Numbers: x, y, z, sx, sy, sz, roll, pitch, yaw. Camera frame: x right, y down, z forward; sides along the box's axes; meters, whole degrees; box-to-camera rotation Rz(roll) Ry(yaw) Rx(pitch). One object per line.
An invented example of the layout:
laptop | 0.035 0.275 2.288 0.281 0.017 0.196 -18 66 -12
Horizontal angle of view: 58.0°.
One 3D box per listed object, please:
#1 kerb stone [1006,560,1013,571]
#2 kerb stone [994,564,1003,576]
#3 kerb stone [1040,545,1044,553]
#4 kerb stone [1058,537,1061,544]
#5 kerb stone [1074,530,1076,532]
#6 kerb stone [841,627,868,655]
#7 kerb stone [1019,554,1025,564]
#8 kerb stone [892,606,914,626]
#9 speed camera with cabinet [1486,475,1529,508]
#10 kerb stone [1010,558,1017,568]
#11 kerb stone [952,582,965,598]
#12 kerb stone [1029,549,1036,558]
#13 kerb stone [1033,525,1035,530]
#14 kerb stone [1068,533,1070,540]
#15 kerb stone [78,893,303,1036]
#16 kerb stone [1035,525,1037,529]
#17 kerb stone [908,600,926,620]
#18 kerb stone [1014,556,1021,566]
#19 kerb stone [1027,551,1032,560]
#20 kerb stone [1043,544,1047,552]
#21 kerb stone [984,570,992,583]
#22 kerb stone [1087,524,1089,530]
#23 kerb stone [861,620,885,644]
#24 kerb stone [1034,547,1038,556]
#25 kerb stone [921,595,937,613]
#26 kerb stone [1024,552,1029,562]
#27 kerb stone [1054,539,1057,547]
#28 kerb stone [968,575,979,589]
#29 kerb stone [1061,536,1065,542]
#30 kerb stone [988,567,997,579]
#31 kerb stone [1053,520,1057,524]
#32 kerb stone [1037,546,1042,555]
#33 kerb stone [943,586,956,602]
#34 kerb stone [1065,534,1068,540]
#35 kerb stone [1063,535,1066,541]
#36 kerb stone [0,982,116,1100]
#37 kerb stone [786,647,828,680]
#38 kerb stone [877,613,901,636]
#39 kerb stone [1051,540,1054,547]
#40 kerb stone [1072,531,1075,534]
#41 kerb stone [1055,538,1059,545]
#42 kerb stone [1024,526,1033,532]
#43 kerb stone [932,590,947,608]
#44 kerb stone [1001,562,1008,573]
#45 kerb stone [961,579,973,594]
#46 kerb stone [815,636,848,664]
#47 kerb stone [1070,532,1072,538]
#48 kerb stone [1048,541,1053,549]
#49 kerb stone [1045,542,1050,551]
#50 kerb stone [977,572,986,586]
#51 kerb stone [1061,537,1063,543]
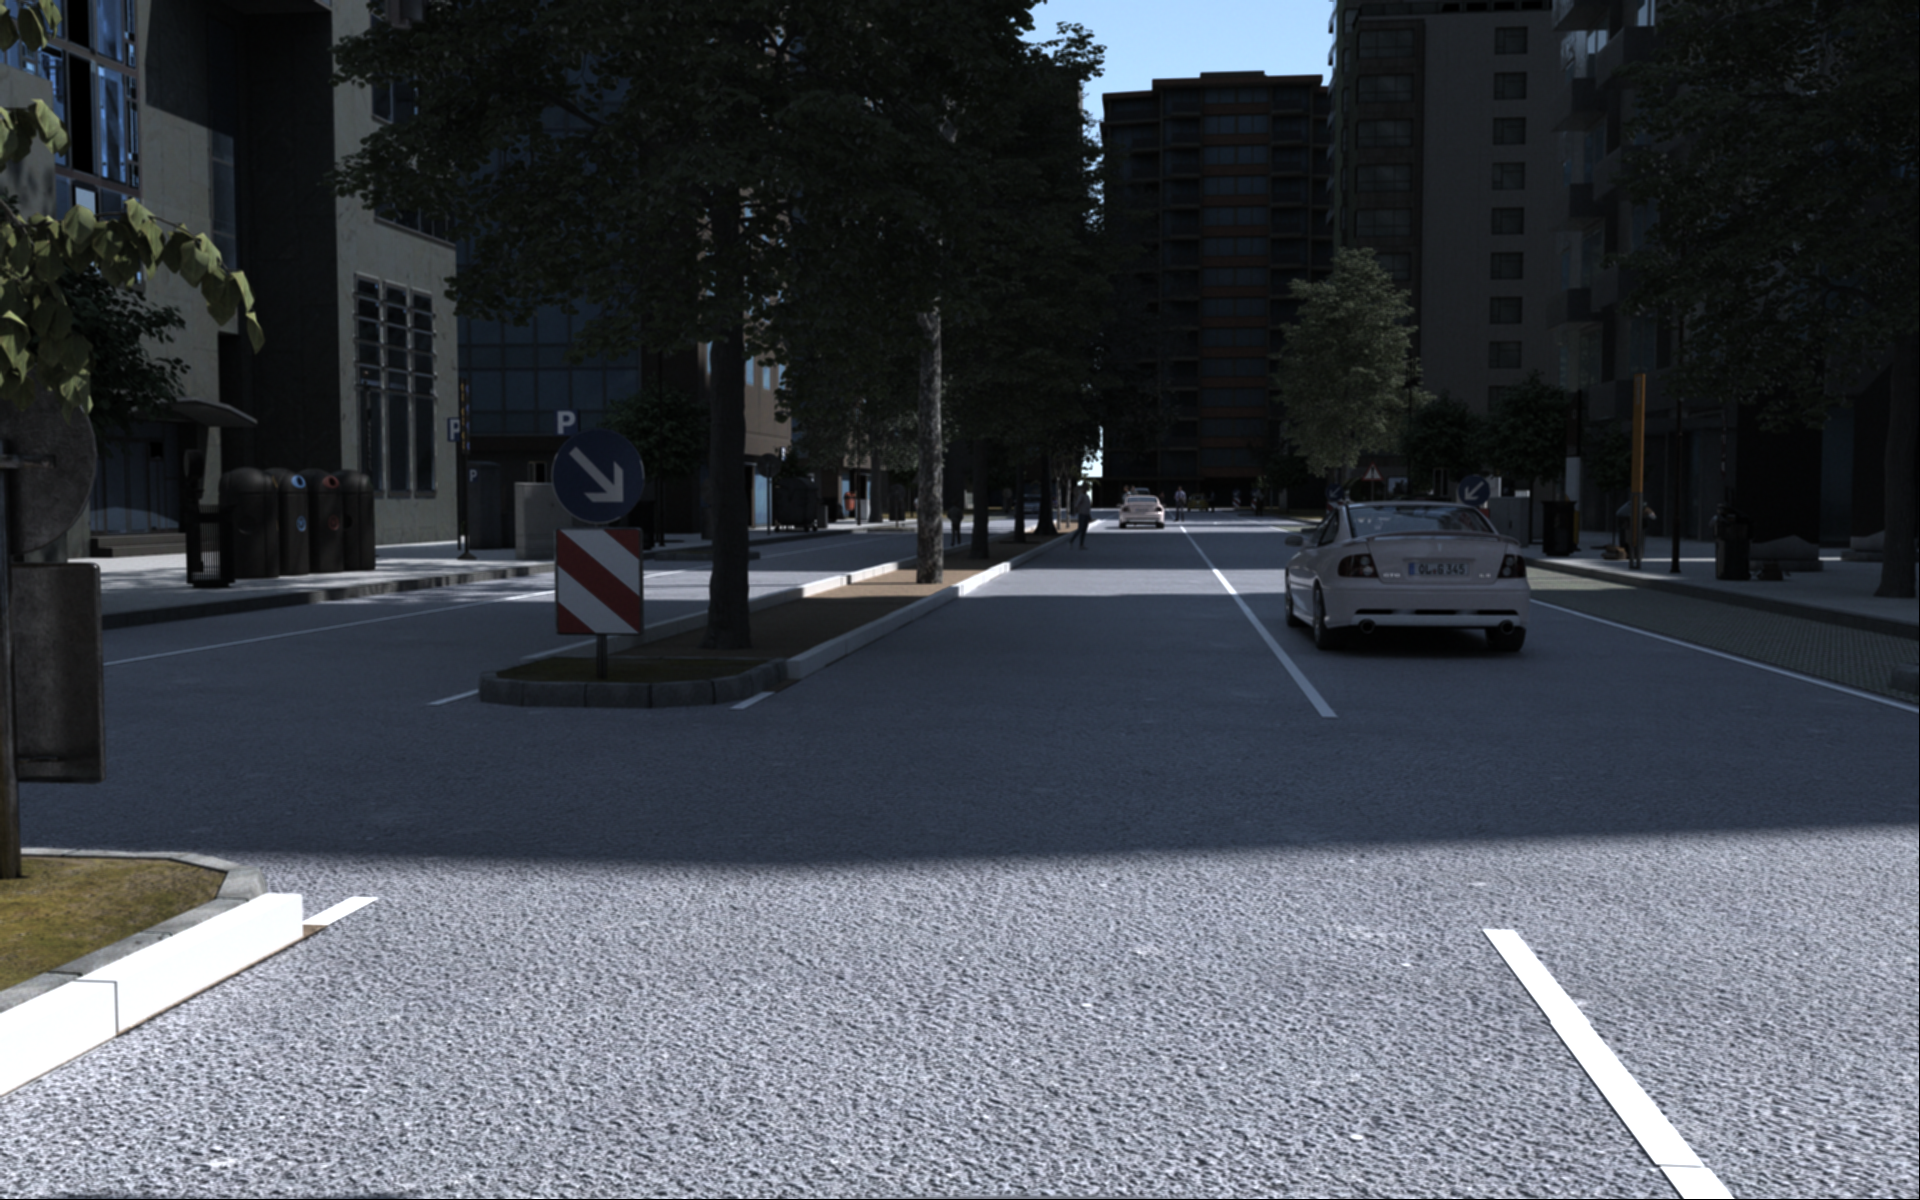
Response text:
kerb stone | 0.836 -0.608 32.138 0.120 0.150 1.000 0 4 6
kerb stone | 0.591 -0.484 30.106 0.120 0.150 1.000 0 4 6
kerb stone | 1.860 -1.169 41.305 0.120 0.150 1.000 0 4 6
kerb stone | 2.668 -1.604 48.435 0.120 0.150 1.000 0 4 6
kerb stone | 3.700 -2.165 57.600 0.120 0.150 1.000 0 4 6
kerb stone | -1.007 0.389 15.864 0.120 0.150 1.000 0 4 6
kerb stone | 1.174 -0.795 35.192 0.120 0.150 1.000 0 4 6
kerb stone | -0.664 0.201 18.932 0.120 0.150 1.000 0 4 6
speed camera with cabinet | 26.584 -5.483 83.983 2.038 3.252 0.660 2 4 34
kerb stone | 0.943 -0.662 33.155 0.120 0.150 1.000 0 4 6
kerb stone | -0.087 -0.109 24.011 0.120 0.150 1.000 0 4 6
kerb stone | 1.518 -0.981 38.241 0.120 0.150 1.000 0 4 6
kerb stone | 2.769 -2.805 68.059 0.120 0.150 1.000 0 4 6
kerb stone | 3.235 -1.915 53.526 0.120 0.150 1.000 0 4 6
kerb stone | -2.227 1.049 5.075 0.120 0.150 1.000 0 4 6
kerb stone | 2.878 -2.867 69.078 0.120 0.150 1.000 0 4 6
kerb stone | -0.541 0.138 19.947 0.120 0.150 1.000 0 4 6
kerb stone | 1.060 -0.732 34.170 0.120 0.150 1.000 0 4 6
kerb stone | 1.405 -0.915 37.223 0.120 0.150 1.000 0 4 6
kerb stone | 1.980 -1.228 42.322 0.120 0.150 1.000 0 4 6
kerb stone | 0.372 -0.355 28.074 0.120 0.150 1.000 0 4 6
kerb stone | 4.958 -2.850 68.794 0.120 0.150 1.000 0 4 6
kerb stone | -0.892 0.327 16.881 0.120 0.150 1.000 0 4 6
kerb stone | 1.620 -1.044 39.261 0.120 0.150 1.000 0 4 6
kerb stone | -0.432 0.075 20.963 0.120 0.150 1.000 0 4 6
kerb stone | 1.286 -0.854 36.208 0.120 0.150 1.000 0 4 6
kerb stone | 2.437 -1.475 46.401 0.120 0.150 1.000 0 4 6
kerb stone | 0.145 -0.232 26.042 0.120 0.150 1.000 0 4 6
kerb stone | 2.892 -1.729 50.472 0.120 0.150 1.000 0 4 6
kerb stone | 0.478 -0.413 29.091 0.120 0.150 1.000 0 4 6
kerb stone | 4.825 -3.924 86.378 0.120 0.150 1.000 0 4 6
kerb stone | 1.747 -1.096 40.285 0.120 0.150 1.000 0 4 6
kerb stone | -0.205 -0.049 22.995 0.120 0.150 1.000 0 4 6
kerb stone | 3.120 -1.853 52.508 0.120 0.150 1.000 0 4 6
kerb stone | 2.999 -1.792 51.489 0.120 0.150 1.000 0 4 6
kerb stone | -2.333 1.109 4.058 0.120 0.150 1.000 0 4 6
kerb stone | -1.230 0.512 13.831 0.120 0.150 1.000 0 4 6
kerb stone | -0.771 0.266 17.907 0.120 0.150 1.000 0 4 6
kerb stone | 2.320 -1.418 45.376 0.120 0.150 1.000 0 4 6
kerb stone | 3.590 -2.103 56.580 0.120 0.150 1.000 0 4 6
kerb stone | 2.558 -1.543 47.416 0.120 0.150 1.000 0 4 6
kerb stone | 2.648 -2.743 67.042 0.120 0.150 1.000 0 4 6
kerb stone | -0.313 0.013 21.978 0.120 0.150 1.000 0 4 6
kerb stone | 0.711 -0.544 31.122 0.120 0.150 1.000 0 4 6
kerb stone | 0.036 -0.173 25.025 0.120 0.150 1.000 0 4 6
kerb stone | -1.128 0.449 14.849 0.120 0.150 1.000 0 4 6
kerb stone | 3.354 -1.978 54.543 0.120 0.150 1.000 0 4 6
kerb stone | 2.218 -1.356 44.358 0.120 0.150 1.000 0 4 6
kerb stone | 2.097 -1.293 43.339 0.120 0.150 1.000 0 4 6
kerb stone | 0.255 -0.297 27.058 0.120 0.150 1.000 0 4 6
kerb stone | 2.780 -1.665 49.456 0.120 0.150 1.000 0 4 6
